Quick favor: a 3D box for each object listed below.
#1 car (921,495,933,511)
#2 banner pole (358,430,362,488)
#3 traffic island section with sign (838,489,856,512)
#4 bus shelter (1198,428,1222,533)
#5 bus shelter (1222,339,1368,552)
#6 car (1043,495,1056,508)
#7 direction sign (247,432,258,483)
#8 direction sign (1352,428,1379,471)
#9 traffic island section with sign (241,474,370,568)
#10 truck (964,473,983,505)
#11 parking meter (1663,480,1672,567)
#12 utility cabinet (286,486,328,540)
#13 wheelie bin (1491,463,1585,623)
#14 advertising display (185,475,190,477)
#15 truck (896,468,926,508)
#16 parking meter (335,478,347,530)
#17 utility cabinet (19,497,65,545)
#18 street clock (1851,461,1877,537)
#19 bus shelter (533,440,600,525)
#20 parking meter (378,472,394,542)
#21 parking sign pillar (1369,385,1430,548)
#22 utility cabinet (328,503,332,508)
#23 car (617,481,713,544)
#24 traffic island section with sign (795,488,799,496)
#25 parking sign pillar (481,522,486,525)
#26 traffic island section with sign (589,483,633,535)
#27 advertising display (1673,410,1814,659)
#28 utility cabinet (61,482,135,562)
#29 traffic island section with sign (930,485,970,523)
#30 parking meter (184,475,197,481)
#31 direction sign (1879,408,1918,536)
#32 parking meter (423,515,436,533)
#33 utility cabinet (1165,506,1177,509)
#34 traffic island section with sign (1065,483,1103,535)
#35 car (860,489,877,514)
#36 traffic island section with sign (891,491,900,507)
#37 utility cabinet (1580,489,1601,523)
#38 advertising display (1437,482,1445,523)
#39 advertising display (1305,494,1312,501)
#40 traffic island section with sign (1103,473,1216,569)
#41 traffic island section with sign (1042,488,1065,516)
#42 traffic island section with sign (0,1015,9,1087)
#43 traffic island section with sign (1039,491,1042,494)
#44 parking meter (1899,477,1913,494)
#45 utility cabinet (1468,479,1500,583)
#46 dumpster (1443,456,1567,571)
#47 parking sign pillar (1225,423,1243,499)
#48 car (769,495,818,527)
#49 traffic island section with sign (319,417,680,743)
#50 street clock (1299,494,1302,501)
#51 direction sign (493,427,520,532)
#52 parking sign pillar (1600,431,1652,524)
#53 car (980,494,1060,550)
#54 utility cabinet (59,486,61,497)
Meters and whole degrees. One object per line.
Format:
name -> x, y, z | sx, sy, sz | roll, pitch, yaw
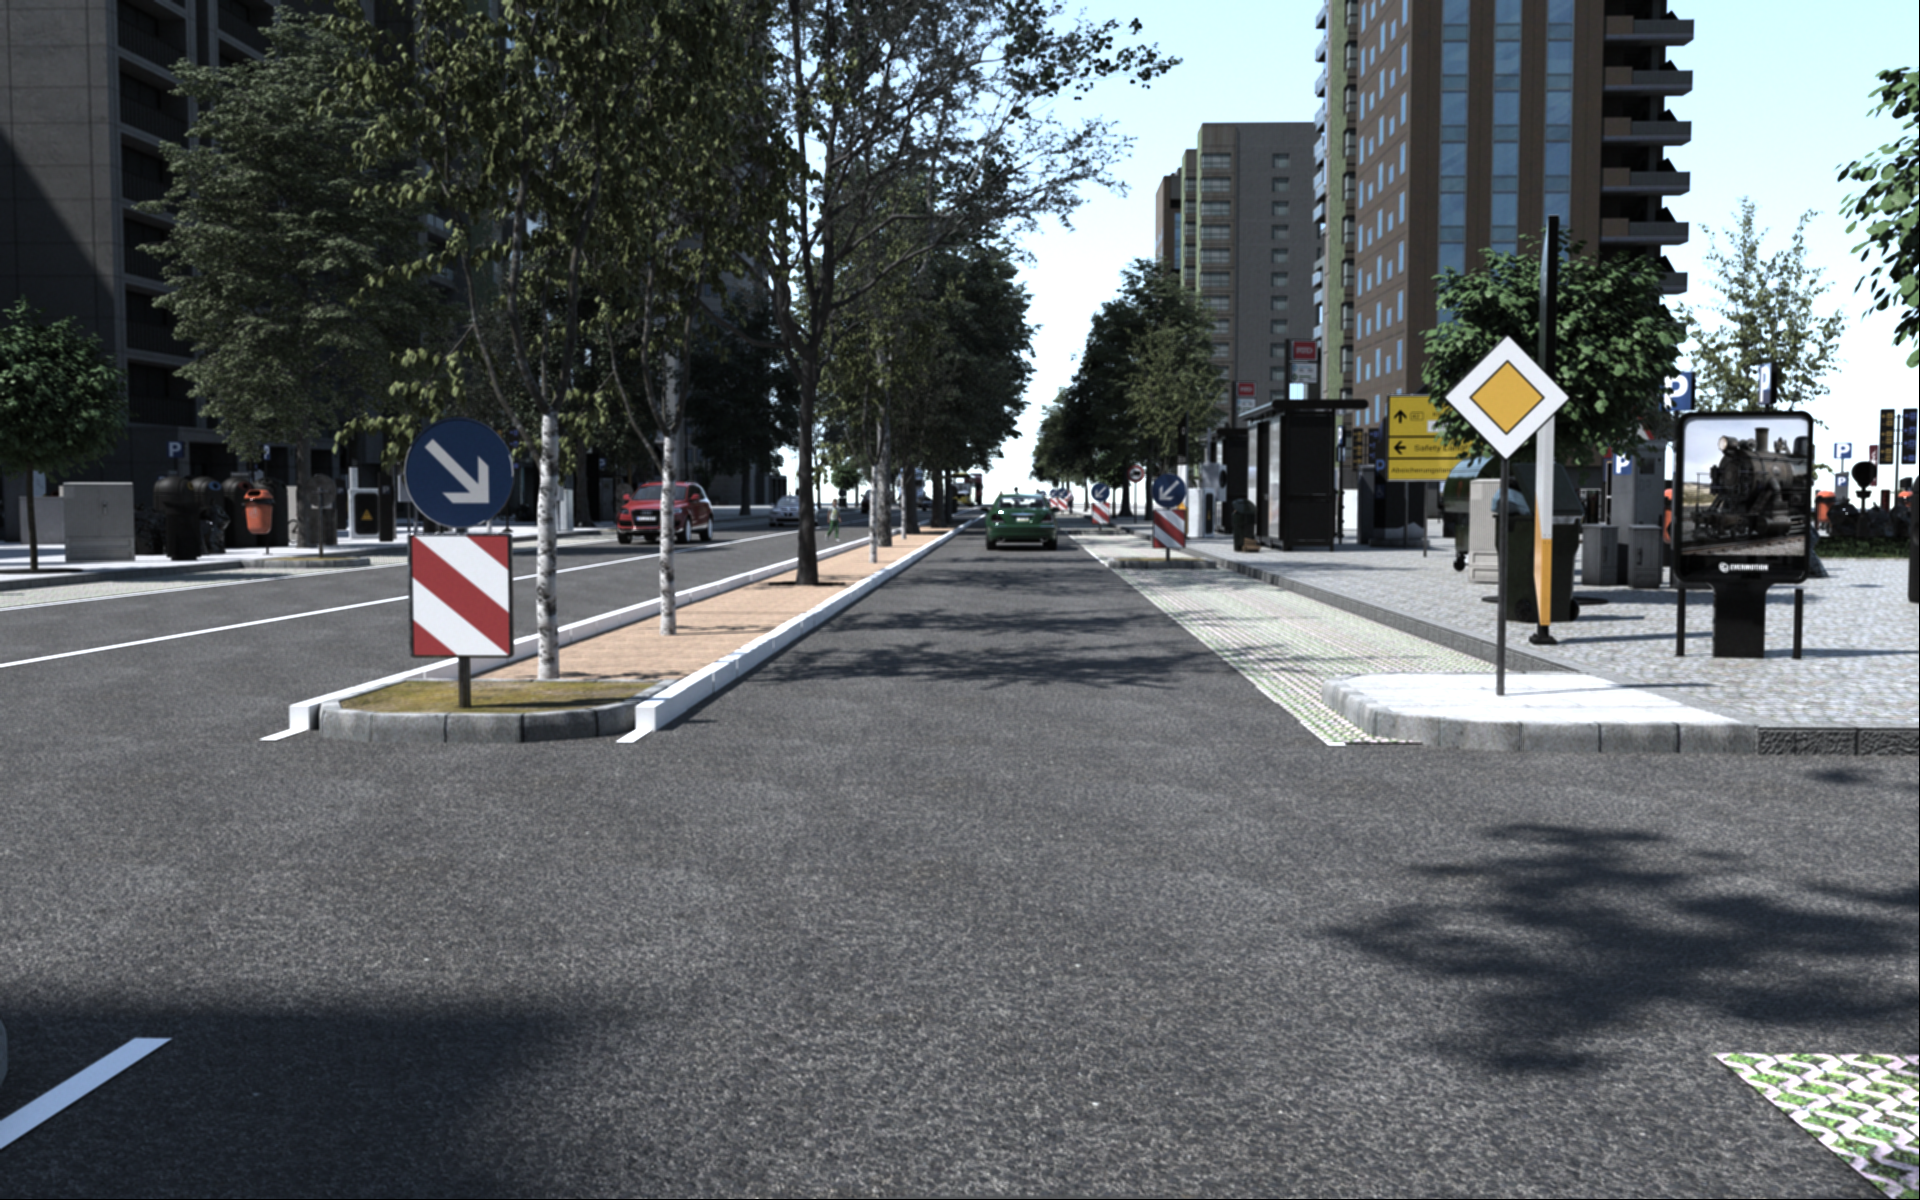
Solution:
car -> -2.302, -8.244, 147.368 | 1.945, 1.354, 3.894 | 0, 4, 2
banner pole -> -23.691, -4.771, 68.030 | 0.863, 3.779, 0.401 | 3, 4, 36
traffic island section with sign -> -9.341, -7.910, 137.955 | 1.989, 1.847, 2.006 | 0, 4, 2
bus shelter -> 9.373, -4.992, 59.256 | 2.179, 5.291, 8.768 | 0, 4, 2
bus shelter -> 8.124, -3.970, 42.548 | 2.179, 5.291, 8.768 | 0, 4, 2
car -> 8.725, -9.751, 172.002 | 1.945, 1.354, 3.894 | 0, 4, 3
direction sign -> -24.294, -4.129, 59.504 | 0.379, 3.537, 0.876 | 0, 4, -2
direction sign -> 13.977, -4.144, 59.753 | 0.876, 3.537, 0.379 | 1, 4, 17
traffic island section with sign -> -12.779, -1.558, 34.102 | 1.989, 1.847, 2.006 | 0, 4, 2
truck -> 1.811, -15.118, 236.086 | 2.839, 4.237, 11.283 | 0, 4, 1
parking meter -> 12.476, -1.362, 30.673 | 0.372, 1.533, 0.369 | 0, 3, 0
utility cabinet -> -18.169, -2.399, 47.902 | 1.173, 1.500, 0.318 | 1, 4, 14
wheelie bin -> 5.796, -0.587, 17.500 | 0.980, 1.594, 0.693 | -1, 4, -22
advertising display -> -26.730, -3.360, 60.148 | 0.123, 1.923, 0.974 | -2, 4, -34
truck -> -4.756, -11.817, 182.973 | 2.967, 4.110, 18.799 | 0, 4, 1
parking meter -> -22.088, -3.433, 61.833 | 0.399, 1.863, 0.255 | -1, 4, -17
utility cabinet -> -23.280, -2.006, 43.958 | 1.020, 1.237, 0.306 | -2, 4, -28
street clock -> 19.964, -2.062, 38.284 | 0.471, 2.002, 0.358 | 1, 4, 12
bus shelter -> -17.002, -5.171, 75.828 | 1.731, 3.624, 6.357 | 0, 4, 2
parking meter -> -15.462, -2.507, 46.693 | 0.399, 1.863, 0.255 | -1, 4, -21
parking sign pillar -> 10.702, -3.278, 42.070 | 1.447, 3.967, 1.447 | -2, 4, -28
utility cabinet -> -19.001, -2.595, 51.111 | 0.318, 1.500, 1.173 | 1, 4, 13
car -> -8.693, -2.612, 51.376 | 2.281, 1.827, 5.304 | 0, 4, 3
traffic island section with sign -> -10.229, -6.259, 110.967 | 1.989, 1.847, 2.006 | 0, 4, 2
parking sign pillar -> -20.794, -5.181, 73.180 | 1.447, 3.967, 1.447 | 3, 5, 39
traffic island section with sign -> -11.897, -3.206, 61.043 | 1.989, 1.847, 2.006 | 0, 4, 2
advertising display -> 6.108, -0.509, 13.542 | 0.974, 1.923, 0.123 | 1, 4, 15
utility cabinet -> -16.203, -1.463, 32.606 | 1.173, 1.500, 0.318 | -2, 4, -27
traffic island section with sign -> -0.466, -4.763, 86.012 | 2.006, 1.907, 1.989 | 0, 4, 2
parking meter -> -23.729, -2.915, 53.365 | 0.399, 1.863, 0.255 | 1, 4, 22
direction sign -> 24.834, -3.297, 45.910 | 0.876, 3.537, 0.379 | 3, 4, 36
parking meter -> -16.527, -2.784, 53.923 | 0.372, 1.533, 0.369 | 0, 3, 0
utility cabinet -> 10.043, -4.397, 80.565 | 0.318, 1.500, 1.173 | -3, 4, -38
traffic island section with sign -> 4.796, -3.196, 60.881 | 1.989, 1.847, 2.006 | 0, 4, 2
car -> -6.245, -7.357, 128.953 | 2.281, 1.827, 5.304 | 0, 4, 0
traffic island section with sign -> -7.519, -11.287, 193.176 | 1.989, 1.847, 2.006 | 0, 4, 2
utility cabinet -> 27.504, -4.094, 75.613 | 1.173, 1.500, 0.318 | -1, 4, -9
advertising display -> 21.603, -4.369, 76.645 | 0.974, 1.923, 0.123 | -1, 4, -10
advertising display -> 11.925, -3.304, 59.231 | 0.123, 1.923, 0.974 | 0, 4, 5
traffic island section with sign -> 3.891, -1.535, 33.729 | 1.989, 1.847, 2.006 | 0, 4, 2
traffic island section with sign -> 6.438, -6.258, 110.938 | 1.989, 1.847, 2.006 | 0, 4, 2
traffic island section with sign -> -3.198, 0.283, 3.512 | 2.006, 1.907, 1.989 | 0, 4, 2
traffic island section with sign -> 7.339, -7.905, 137.878 | 1.989, 1.847, 2.006 | 0, 4, 2
parking meter -> 32.360, -3.278, 59.301 | 0.399, 1.863, 0.255 | -2, 4, -27
utility cabinet -> 7.855, -0.976, 24.630 | 1.173, 1.500, 0.318 | 3, 5, 40
dumpster -> 8.780, -1.556, 27.941 | 1.502, 2.255, 1.985 | 0, 4, 2
parking sign pillar -> 10.468, -4.756, 66.229 | 1.447, 3.967, 1.447 | 1, 4, 22
car -> -7.432, -3.996, 77.695 | 2.083, 1.381, 4.827 | 0, 4, 1
traffic island section with sign -> -2.943, -0.170, 10.915 | 2.006, 1.907, 1.989 | 0, 4, 2
street clock -> 10.399, -2.960, 52.963 | 0.471, 2.002, 0.358 | -1, 4, -18
direction sign -> -15.224, -4.047, 58.162 | 0.876, 3.537, 0.379 | 0, 4, 2
parking sign pillar -> 19.417, -3.793, 50.486 | 1.447, 3.967, 1.447 | 3, 4, 38
car -> 1.592, -2.075, 45.717 | 2.131, 1.459, 4.920 | 0, 4, 0
utility cabinet -> -23.481, -2.294, 46.185 | 1.173, 1.500, 0.318 | 2, 4, 27
